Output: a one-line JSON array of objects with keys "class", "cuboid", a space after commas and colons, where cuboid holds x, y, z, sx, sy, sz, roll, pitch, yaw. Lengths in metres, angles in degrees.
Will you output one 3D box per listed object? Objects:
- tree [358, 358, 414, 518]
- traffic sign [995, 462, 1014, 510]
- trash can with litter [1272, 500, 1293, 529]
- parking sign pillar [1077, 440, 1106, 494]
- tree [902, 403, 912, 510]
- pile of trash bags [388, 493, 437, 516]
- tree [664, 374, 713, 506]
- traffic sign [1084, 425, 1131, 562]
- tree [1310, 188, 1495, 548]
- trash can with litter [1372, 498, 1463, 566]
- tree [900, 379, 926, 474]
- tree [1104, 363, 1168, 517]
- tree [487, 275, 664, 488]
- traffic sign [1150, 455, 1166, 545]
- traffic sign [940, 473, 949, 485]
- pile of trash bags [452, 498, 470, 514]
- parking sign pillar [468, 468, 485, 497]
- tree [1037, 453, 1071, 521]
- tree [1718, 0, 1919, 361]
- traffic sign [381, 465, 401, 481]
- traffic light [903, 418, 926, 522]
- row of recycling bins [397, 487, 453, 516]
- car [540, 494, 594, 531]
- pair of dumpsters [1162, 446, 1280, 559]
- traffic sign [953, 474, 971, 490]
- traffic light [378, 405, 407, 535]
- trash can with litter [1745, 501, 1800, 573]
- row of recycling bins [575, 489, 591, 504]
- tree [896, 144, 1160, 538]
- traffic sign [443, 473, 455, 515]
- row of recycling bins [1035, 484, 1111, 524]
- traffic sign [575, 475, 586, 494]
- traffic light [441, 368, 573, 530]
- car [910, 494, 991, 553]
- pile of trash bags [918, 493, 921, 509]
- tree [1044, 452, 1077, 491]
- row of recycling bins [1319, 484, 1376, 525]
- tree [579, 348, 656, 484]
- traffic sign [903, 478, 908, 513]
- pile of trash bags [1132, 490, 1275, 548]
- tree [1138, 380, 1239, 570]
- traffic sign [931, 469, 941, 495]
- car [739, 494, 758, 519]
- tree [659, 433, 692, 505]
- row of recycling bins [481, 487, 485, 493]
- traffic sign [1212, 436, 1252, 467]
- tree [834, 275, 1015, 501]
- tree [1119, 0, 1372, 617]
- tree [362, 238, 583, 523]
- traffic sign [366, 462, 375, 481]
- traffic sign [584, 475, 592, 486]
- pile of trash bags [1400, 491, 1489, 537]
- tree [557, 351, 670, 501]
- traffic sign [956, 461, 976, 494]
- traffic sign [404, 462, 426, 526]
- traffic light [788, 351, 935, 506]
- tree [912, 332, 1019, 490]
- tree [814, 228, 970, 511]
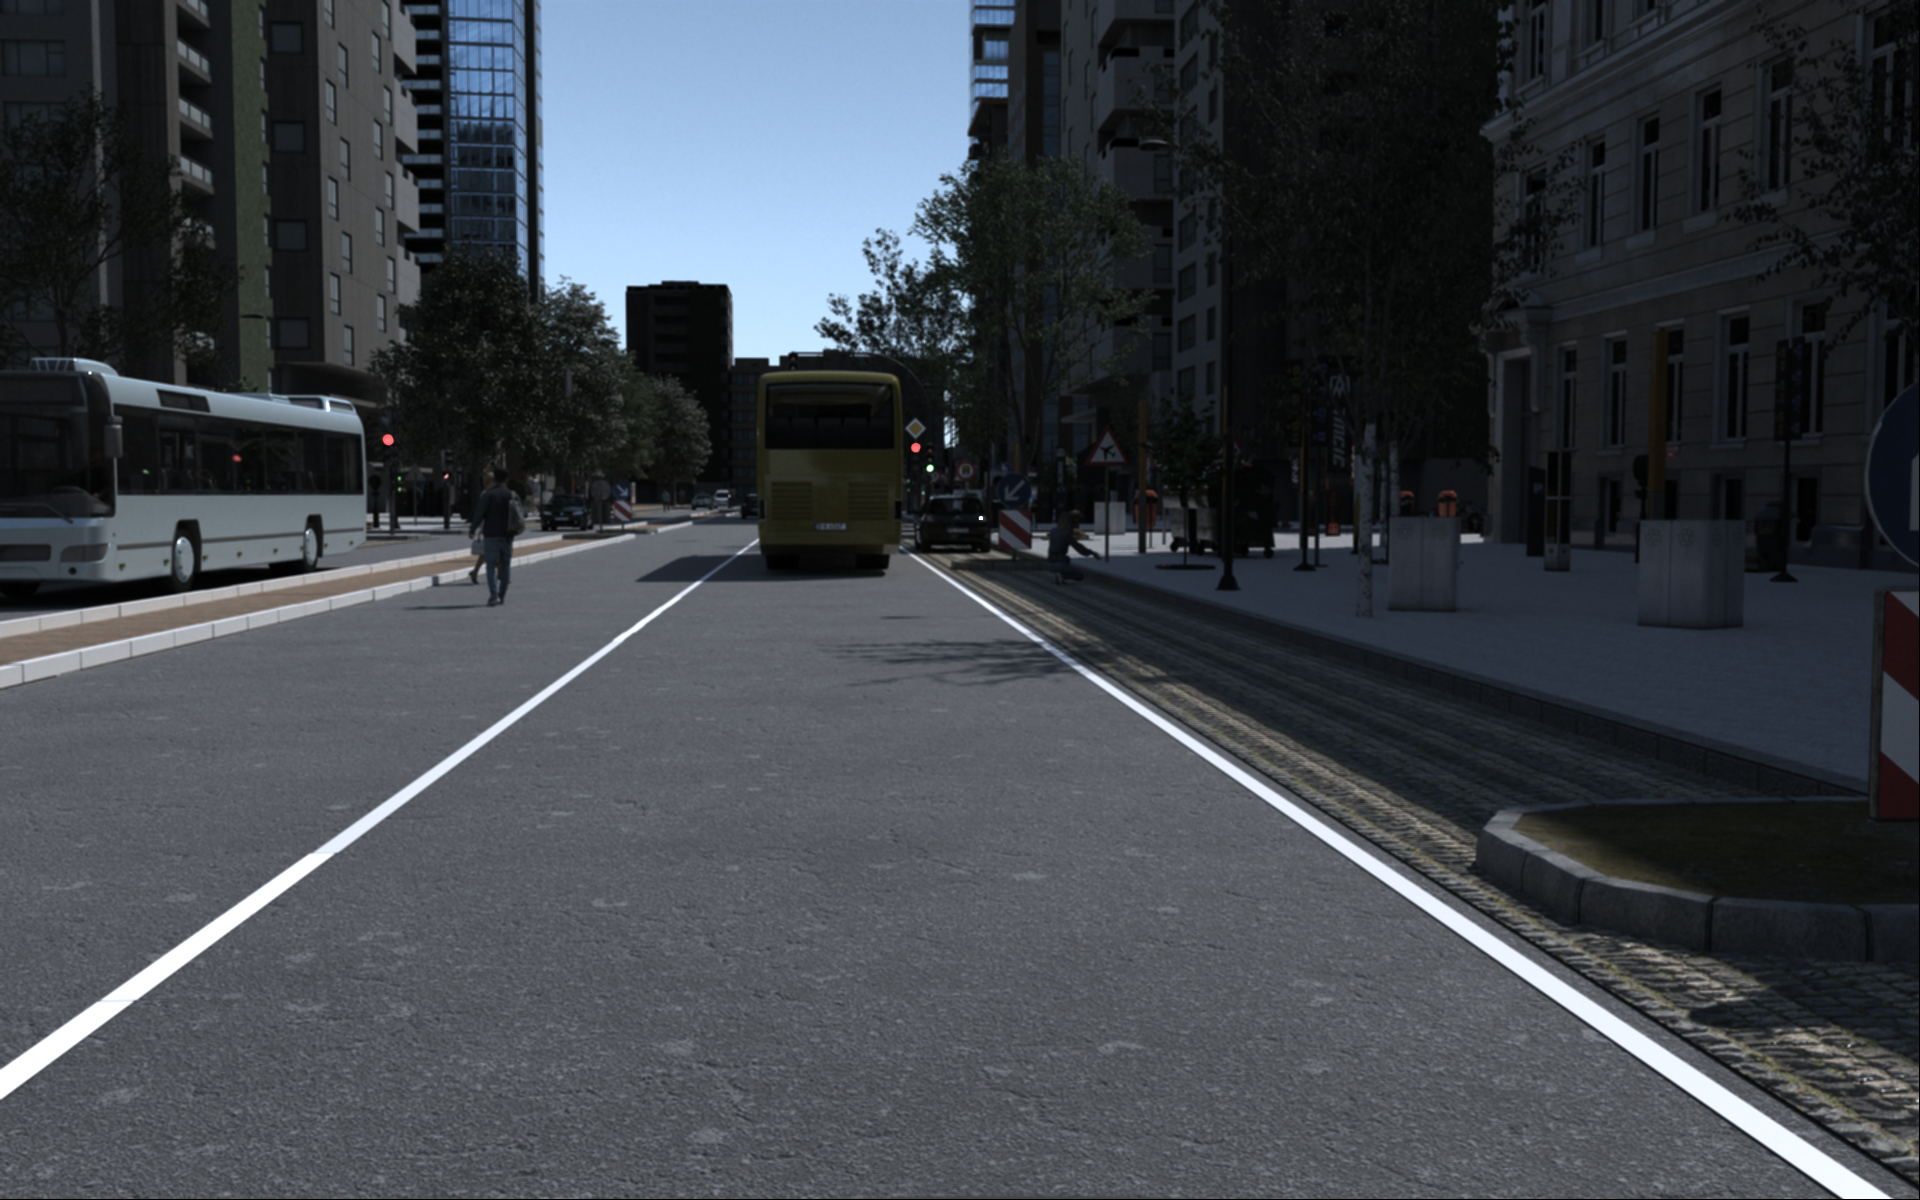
[{"class": "tree", "cuboid": [-29.341, -8.528, 89.797, 4.360, 8.622, 3.978, 0, 3, 0]}, {"class": "traffic sign", "cuboid": [1.798, -4.262, 69.782, 0.768, 2.556, 0.104, 0, 4, 3]}, {"class": "trash can with litter", "cuboid": [11.814, -3.246, 64.465, 1.055, 1.170, 0.624, -1, 4, -16]}, {"class": "parking sign pillar", "cuboid": [5.941, -5.492, 78.265, 1.447, 3.967, 1.447, 0, 4, 6]}, {"class": "tree", "cuboid": [-3.171, -9.827, 111.026, 4.737, 8.622, 4.395, 0, 3, 0]}, {"class": "pile of trash bags", "cuboid": [-32.366, -5.725, 103.363, 3.447, 1.369, 1.912, -1, 4, -9]}, {"class": "tree", "cuboid": [-30.282, -16.851, 182.173, 9.857, 13.997, 8.962, 0, 3, 0]}, {"class": "traffic sign", "cuboid": [2.760, -1.986, 32.483, 0.884, 2.594, 0.081, 0, 4, -3]}, {"class": "tree", "cuboid": [10.385, -5.564, 41.341, 4.737, 8.622, 4.395, 0, 3, 0]}, {"class": "trash can with litter", "cuboid": [8.418, -1.261, 31.682, 2.233, 1.210, 1.678, -2, 4, -24]}, {"class": "tree", "cuboid": [-7.943, -16.902, 182.999, 9.857, 13.997, 8.962, 0, 3, 0]}, {"class": "tree", "cuboid": [9.800, -8.889, 95.701, 4.737, 8.622, 4.395, 0, 3, 0]}, {"class": "tree", "cuboid": [-23.823, -11.979, 102.513, 9.857, 13.997, 8.962, 0, 3, 0]}, {"class": "traffic sign", "cuboid": [5.186, -2.680, 43.926, 0.768, 2.556, 0.104, 0, 4, 1]}, {"class": "traffic sign", "cuboid": [-1.037, -6.355, 104.004, 0.768, 2.556, 0.104, 0, 4, 3]}, {"class": "pile of trash bags", "cuboid": [-33.320, -6.375, 113.982, 1.912, 1.369, 3.447, -2, 4, -35]}, {"class": "parking sign pillar", "cuboid": [-37.791, -8.989, 135.445, 1.447, 3.967, 1.447, 0, 4, 8]}, {"class": "tree", "cuboid": [4.467, -5.310, 81.419, 1.663, 3.219, 1.824, 0, 3, 0]}, {"class": "tree", "cuboid": [11.134, -4.239, 19.667, 4.360, 8.622, 3.978, 0, 3, 0]}, {"class": "traffic sign", "cuboid": [-22.387, -4.164, 68.181, 0.768, 2.556, 0.104, 0, 4, -1]}, {"class": "traffic light", "cuboid": [-1.655, -4.580, 63.796, 0.839, 4.253, 0.868, 0, 4, -5]}, {"class": "row of recycling bins", "cuboid": [-31.249, -5.713, 100.528, 3.534, 1.692, 1.069, -3, 5, -40]}, {"class": "car", "cuboid": [-15.464, -3.578, 68.293, 2.009, 1.686, 4.222, 0, 4, -6]}, {"class": "pair of dumpsters", "cuboid": [5.450, -2.073, 36.393, 1.574, 2.255, 4.437, 0, 4, -5]}, {"class": "traffic sign", "cuboid": [0.056, -4.686, 76.613, 0.884, 2.594, 0.081, 0, 4, -3]}, {"class": "traffic light", "cuboid": [-17.876, -4.010, 54.478, 0.839, 4.253, 0.868, 0, 4, -5]}, {"class": "trash can with litter", "cuboid": [13.291, -1.046, 28.482, 1.055, 1.170, 0.624, -3, 5, -41]}, {"class": "row of recycling bins", "cuboid": [-28.661, -7.619, 131.676, 1.069, 1.692, 3.534, -2, 4, -29]}, {"class": "tree", "cuboid": [1.995, -7.638, 50.644, 9.928, 11.665, 9.643, 0, 3, 0]}, {"class": "traffic sign", "cuboid": [-25.261, -5.110, 85.686, 0.606, 2.300, 0.079, 0, 4, 1]}, {"class": "row of recycling bins", "cuboid": [4.883, -4.162, 75.163, 3.534, 1.692, 1.069, 2, 4, 25]}, {"class": "traffic sign", "cuboid": [-25.571, -7.124, 116.591, 0.768, 2.556, 0.104, 0, 4, -3]}, {"class": "traffic light", "cuboid": [-16.434, -5.380, 62.639, 4.771, 5.953, 1.251, 0, 4, -5]}, {"class": "car", "cuboid": [-0.215, -2.061, 43.483, 2.009, 1.686, 4.222, 0, 4, -5]}, {"class": "pile of trash bags", "cuboid": [-2.949, -7.606, 134.116, 1.912, 1.369, 3.447, 0, 4, -4]}, {"class": "tree", "cuboid": [8.173, -9.125, 132.911, 4.285, 4.588, 4.351, 0, 3, 0]}, {"class": "row of recycling bins", "cuboid": [16.032, -3.978, 72.154, 1.069, 1.692, 3.534, -2, 4, -25]}, {"class": "tree", "cuboid": [-26.906, -13.224, 134.332, 7.486, 12.596, 7.792, 0, 3, 0]}, {"class": "traffic sign", "cuboid": [-3.680, -7.017, 114.835, 0.768, 2.556, 0.104, 0, 4, -2]}, {"class": "pile of trash bags", "cuboid": [5.752, -1.954, 41.693, 3.447, 1.369, 1.912, -1, 4, -20]}, {"class": "tree", "cuboid": [3.875, -2.140, 29.589, 1.663, 3.219, 1.824, 0, 3, 0]}, {"class": "traffic sign", "cuboid": [-1.360, -5.384, 88.139, 0.768, 2.556, 0.104, 0, 4, -4]}, {"class": "car", "cuboid": [-11.662, -5.475, 99.295, 2.009, 1.686, 4.222, 0, 4, -6]}, {"class": "tree", "cuboid": [-33.348, -15.665, 206.482, 4.360, 8.622, 3.978, 0, 3, 0]}, {"class": "row of recycling bins", "cuboid": [-25.791, -5.488, 96.847, 1.069, 1.692, 3.534, 1, 4, 19]}, {"class": "traffic sign", "cuboid": [5.221, -2.055, 33.610, 0.884, 2.594, 0.081, 0, 4, 1]}, {"class": "tree", "cuboid": [-1.982, -11.427, 97.195, 12.009, 13.543, 11.850, 0, 3, 0]}, {"class": "tree", "cuboid": [4.102, -4.140, 18.057, 4.360, 8.622, 3.978, 0, 3, 0]}, {"class": "tree", "cuboid": [-21.714, -9.826, 77.665, 9.611, 12.733, 9.660, 0, 3, 0]}, {"class": "traffic sign", "cuboid": [-23.203, -4.124, 67.531, 0.768, 2.556, 0.104, 0, 4, 2]}, {"class": "traffic sign", "cuboid": [-25.257, -7.165, 117.252, 0.768, 2.556, 0.104, 0, 4, 3]}, {"class": "pile of trash bags", "cuboid": [15.787, -2.852, 56.375, 3.447, 1.369, 1.912, -1, 4, -12]}, {"class": "tree", "cuboid": [-25.967, -12.058, 122.905, 9.928, 11.665, 9.643, 0, 3, 0]}, {"class": "traffic sign", "cuboid": [0.225, -4.028, 65.957, 0.768, 2.556, 0.104, 0, 4, -2]}, {"class": "traffic sign", "cuboid": [-21.941, -4.265, 69.741, 0.884, 2.594, 0.081, 0, 4, 2]}, {"class": "traffic light", "cuboid": [-3.098, -4.946, 55.529, 4.771, 5.953, 1.251, 0, 4, -5]}, {"class": "tree", "cuboid": [0.586, -7.904, 79.585, 4.737, 8.622, 4.395, 0, 3, 0]}, {"class": "tree", "cuboid": [-5.387, -16.544, 126.384, 12.611, 20.169, 13.585, 0, 3, 0]}]
